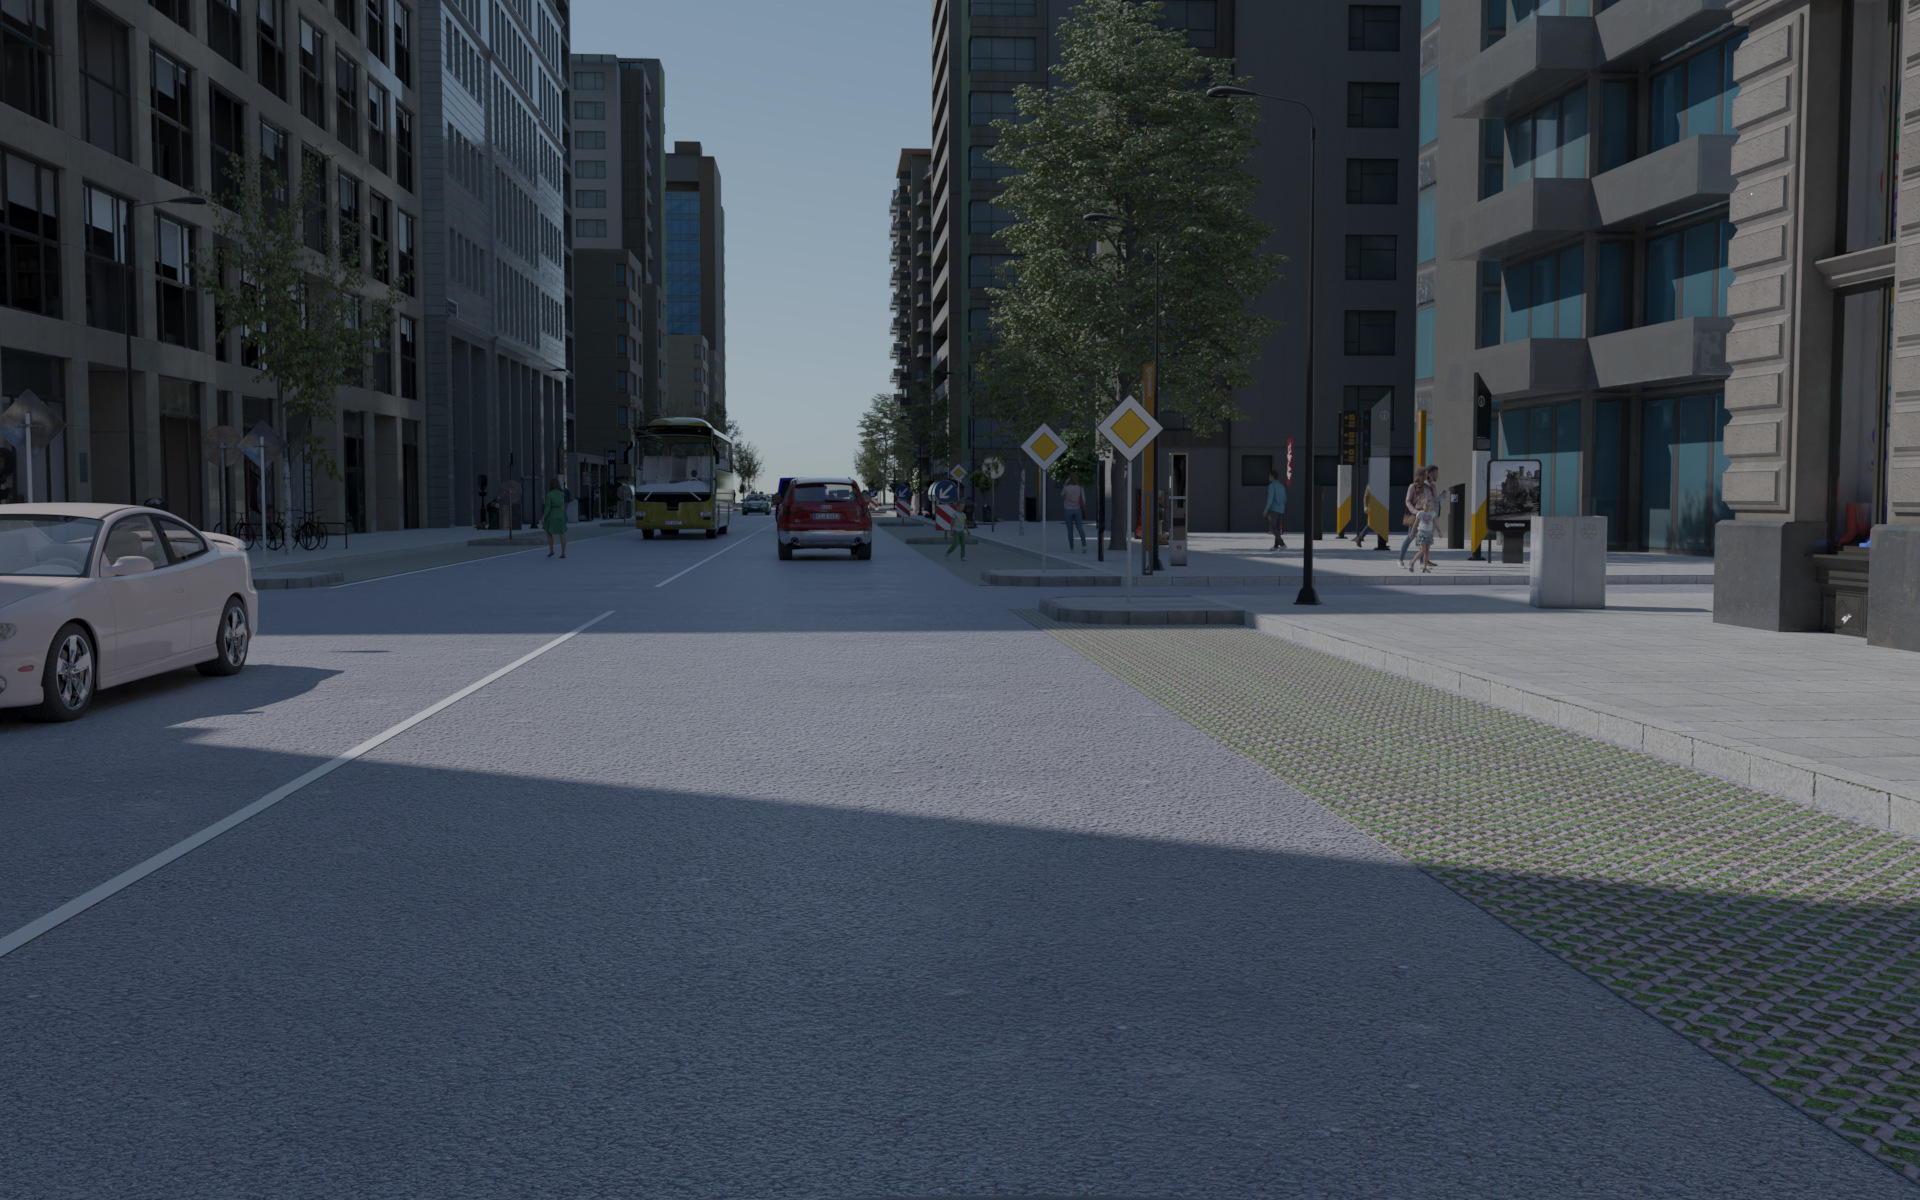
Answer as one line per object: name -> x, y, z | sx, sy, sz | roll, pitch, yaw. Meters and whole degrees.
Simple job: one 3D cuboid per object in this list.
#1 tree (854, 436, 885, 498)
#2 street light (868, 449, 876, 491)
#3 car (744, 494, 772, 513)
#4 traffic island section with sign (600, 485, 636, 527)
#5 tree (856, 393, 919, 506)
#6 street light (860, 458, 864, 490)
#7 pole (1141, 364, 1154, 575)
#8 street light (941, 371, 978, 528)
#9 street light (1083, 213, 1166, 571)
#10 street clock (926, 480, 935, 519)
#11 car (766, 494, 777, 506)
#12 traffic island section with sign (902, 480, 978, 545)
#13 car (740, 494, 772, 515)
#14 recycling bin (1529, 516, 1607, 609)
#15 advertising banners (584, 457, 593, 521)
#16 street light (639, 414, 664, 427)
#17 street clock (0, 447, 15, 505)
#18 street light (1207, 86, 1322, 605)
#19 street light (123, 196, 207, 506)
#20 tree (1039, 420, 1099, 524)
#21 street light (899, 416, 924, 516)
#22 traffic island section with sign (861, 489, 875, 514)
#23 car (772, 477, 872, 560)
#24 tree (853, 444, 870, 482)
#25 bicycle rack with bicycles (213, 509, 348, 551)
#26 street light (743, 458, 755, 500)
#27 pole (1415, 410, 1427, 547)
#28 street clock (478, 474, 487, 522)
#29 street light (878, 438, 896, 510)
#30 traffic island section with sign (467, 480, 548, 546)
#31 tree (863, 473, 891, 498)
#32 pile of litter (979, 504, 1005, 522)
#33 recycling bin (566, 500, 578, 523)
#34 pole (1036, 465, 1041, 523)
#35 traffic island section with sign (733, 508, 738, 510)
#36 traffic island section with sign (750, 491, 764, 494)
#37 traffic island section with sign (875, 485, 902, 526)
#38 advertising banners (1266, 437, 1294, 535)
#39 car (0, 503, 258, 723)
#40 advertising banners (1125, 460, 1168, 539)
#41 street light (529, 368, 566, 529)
tree -> -11.354, -16.343, 217.574 | 4.737, 8.622, 4.395 | 0, 3, 0
street light -> -9.351, -13.195, 188.278 | 1.470, 5.913, 1.316 | 0, 4, -4
car -> -15.599, -7.470, 133.929 | 2.131, 1.459, 4.920 | 0, 4, -3
traffic island section with sign -> -14.759, -4.139, 76.308 | 1.989, 1.847, 2.006 | 0, 4, -4
tree -> -8.168, -16.881, 194.131 | 7.486, 12.596, 7.792 | 0, 3, 0
street light -> -12.322, -15.451, 225.168 | 1.470, 5.913, 1.316 | 0, 4, -4
pole -> 2.958, -2.045, 27.284 | 0.158, 3.312, 0.155 | 0, 3, 0
street light -> -0.027, -5.703, 65.783 | 1.470, 5.913, 1.316 | 0, 4, -4
street light -> 2.740, -3.446, 28.878 | 1.470, 5.913, 1.316 | 0, 4, -4
street clock -> -1.501, -5.235, 90.170 | 0.471, 2.002, 0.358 | -2, 4, -24
car -> -20.700, -11.087, 190.319 | 2.155, 1.783, 4.494 | 0, 4, -4
traffic island section with sign -> -0.556, -2.516, 49.760 | 1.989, 1.847, 2.006 | 0, 4, -4
car -> -14.037, -6.578, 119.340 | 2.131, 1.459, 4.920 | 0, 4, -4
recycling bin -> 6.896, -0.434, 19.658 | 0.722, 1.027, 0.722 | 1, 4, 10
advertising banners -> -17.597, -5.247, 81.983 | 0.090, 3.025, 2.074 | -1, 4, -21
street light -> -18.397, -8.066, 104.427 | 1.470, 5.913, 1.316 | 0, 4, -4
street clock -> -14.805, -1.352, 26.675 | 0.471, 2.002, 0.358 | 1, 4, 12
street light -> 3.510, -2.900, 19.960 | 1.470, 5.913, 1.316 | 0, 4, -4
street light -> -12.447, -3.338, 27.124 | 1.470, 5.913, 1.316 | 0, 4, -4
tree -> 5.153, -5.561, 74.628 | 4.285, 4.588, 4.351 | 0, 3, 0
street light -> -2.967, -8.101, 104.984 | 1.470, 5.913, 1.316 | 0, 4, -4
traffic island section with sign -> -6.491, -7.251, 127.174 | 1.989, 1.847, 2.006 | 0, 4, -4
car -> -3.107, -1.867, 39.191 | 2.281, 1.827, 5.304 | 0, 4, -6
tree -> -12.294, -17.242, 232.266 | 4.360, 8.622, 3.978 | 0, 3, 0
bicycle rack with bicycles -> -15.535, -1.635, 40.121 | 2.925, 0.926, 2.852 | 3, 5, 41
street light -> -27.402, -15.336, 223.283 | 1.470, 5.913, 1.316 | 0, 4, -4
pole -> 11.237, -2.958, 42.208 | 0.158, 3.312, 0.155 | 0, 3, 0
street clock -> -17.558, -3.619, 63.742 | 0.358, 2.002, 0.471 | -2, 4, -32
street light -> -5.945, -10.402, 142.617 | 1.470, 5.913, 1.316 | 0, 4, -4
traffic island section with sign -> -12.643, -2.444, 48.592 | 1.989, 1.847, 2.006 | 0, 4, -4
tree -> -10.099, -14.055, 213.518 | 4.285, 4.588, 4.351 | 0, 3, 0
pile of litter -> 1.449, -3.975, 78.951 | 1.176, 0.858, 1.719 | 0, 4, -2
recycling bin -> -17.341, -3.916, 76.587 | 0.722, 1.027, 0.722 | -2, 4, -30
pole -> 3.547, -5.146, 77.983 | 0.158, 3.312, 0.155 | 0, 3, 0
traffic island section with sign -> -20.619, -8.816, 152.776 | 1.989, 1.847, 2.006 | 0, 4, -4
traffic island section with sign -> -24.960, -12.279, 209.394 | 1.989, 1.847, 2.006 | 0, 4, -4
traffic island section with sign -> -2.669, -4.192, 77.163 | 1.989, 1.847, 2.006 | 0, 4, -4
advertising banners -> 9.990, -3.540, 54.069 | 0.090, 3.025, 2.074 | -1, 4, -11
car -> -6.578, 0.002, 12.329 | 2.083, 1.381, 4.827 | 0, 4, -3
advertising banners -> 5.157, -3.236, 49.089 | 2.074, 3.025, 0.090 | -3, 5, -39
street light -> -15.238, -5.596, 64.028 | 1.470, 5.913, 1.316 | 0, 4, -4
